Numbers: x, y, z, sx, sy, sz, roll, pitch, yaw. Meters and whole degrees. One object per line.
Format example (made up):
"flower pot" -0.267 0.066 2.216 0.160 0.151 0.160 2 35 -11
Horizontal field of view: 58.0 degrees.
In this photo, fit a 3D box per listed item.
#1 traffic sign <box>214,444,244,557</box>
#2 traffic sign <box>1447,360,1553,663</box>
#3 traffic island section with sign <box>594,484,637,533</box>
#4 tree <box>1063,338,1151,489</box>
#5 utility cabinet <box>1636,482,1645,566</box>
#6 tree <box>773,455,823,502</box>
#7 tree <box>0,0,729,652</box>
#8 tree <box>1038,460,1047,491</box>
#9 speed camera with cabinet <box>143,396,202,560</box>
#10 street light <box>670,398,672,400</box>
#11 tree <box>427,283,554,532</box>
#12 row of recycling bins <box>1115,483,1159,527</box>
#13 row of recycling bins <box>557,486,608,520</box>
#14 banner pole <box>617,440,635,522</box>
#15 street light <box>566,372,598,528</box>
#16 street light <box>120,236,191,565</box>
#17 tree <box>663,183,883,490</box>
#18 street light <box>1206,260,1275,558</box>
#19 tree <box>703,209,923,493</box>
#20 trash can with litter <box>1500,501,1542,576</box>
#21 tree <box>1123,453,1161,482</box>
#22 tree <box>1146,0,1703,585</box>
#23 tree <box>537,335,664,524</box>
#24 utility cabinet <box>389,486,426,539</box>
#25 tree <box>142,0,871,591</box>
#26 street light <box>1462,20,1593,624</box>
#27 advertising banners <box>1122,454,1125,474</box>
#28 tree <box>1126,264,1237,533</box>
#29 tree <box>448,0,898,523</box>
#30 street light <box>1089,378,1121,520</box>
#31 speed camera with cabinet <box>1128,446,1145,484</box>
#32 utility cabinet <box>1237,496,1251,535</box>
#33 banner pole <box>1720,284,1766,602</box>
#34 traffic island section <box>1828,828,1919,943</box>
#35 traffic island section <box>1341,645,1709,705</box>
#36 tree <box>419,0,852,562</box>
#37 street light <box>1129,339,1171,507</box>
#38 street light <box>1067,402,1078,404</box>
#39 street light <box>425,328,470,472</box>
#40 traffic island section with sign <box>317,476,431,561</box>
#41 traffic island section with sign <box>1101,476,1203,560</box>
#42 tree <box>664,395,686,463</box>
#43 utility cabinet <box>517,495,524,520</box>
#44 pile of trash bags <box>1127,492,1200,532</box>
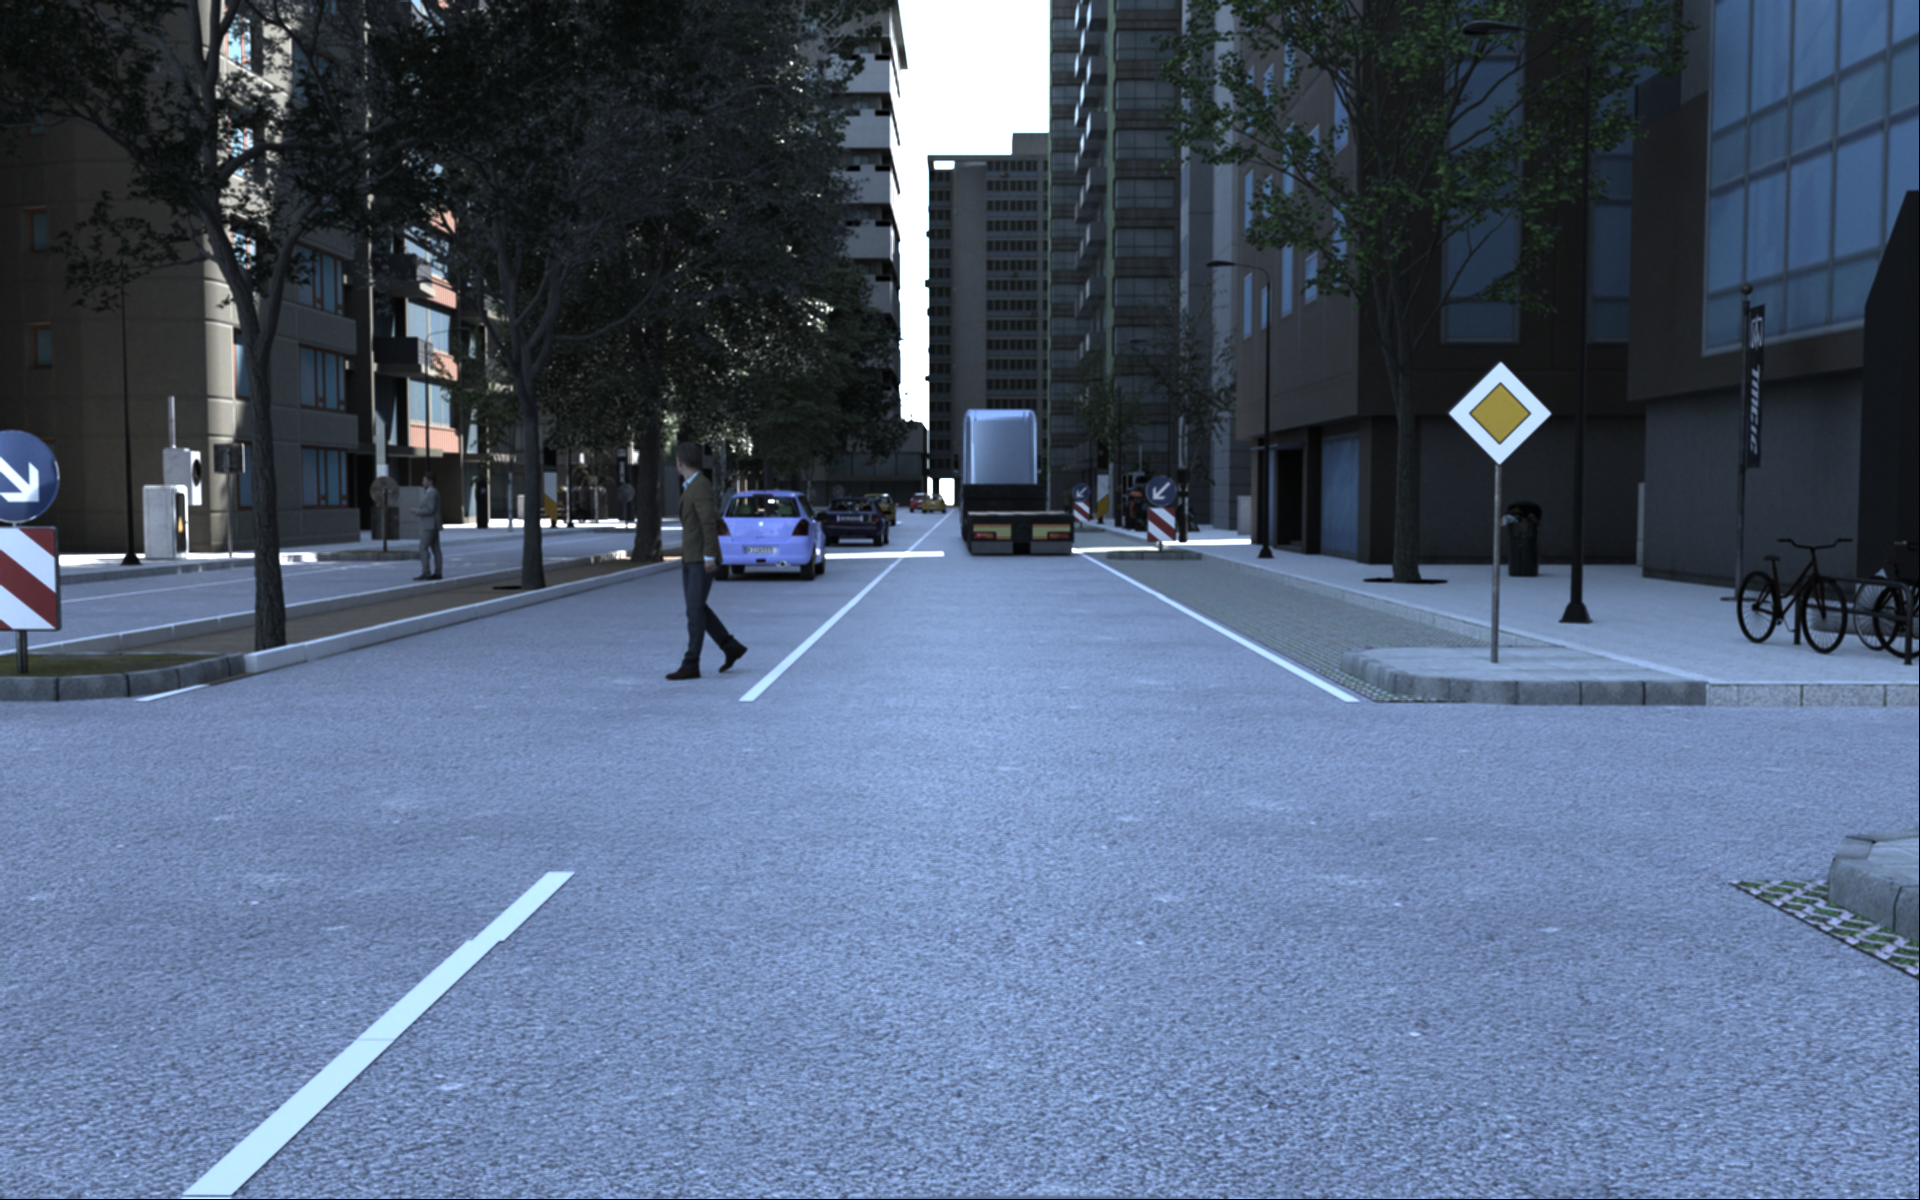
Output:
"traffic sign" -14.809 -2.017 35.100 0.606 2.300 0.079 0 4 2
"traffic sign" 4.063 -0.579 13.112 0.795 2.450 0.064 0 4 0
"traffic island section with sign" -12.560 -3.448 64.995 1.989 1.847 2.006 0 4 0
"tree" 6.966 -8.104 82.858 4.737 8.622 4.395 0 3 0
"utility cabinet" 12.497 -1.337 30.541 1.173 1.500 0.318 -1 4 -22
"tree" -6.567 -7.472 74.993 4.360 8.622 3.978 0 3 0
"tree" -6.159 -4.814 15.575 8.767 10.594 7.601 0 4 0
"tree" 7.883 -11.144 165.923 4.285 4.588 4.351 0 3 0
"speed camera with cabinet" -15.666 -2.455 34.472 0.660 3.252 2.038 -1 4 -9
"street light" -14.159 -6.787 83.503 1.470 5.913 1.316 0 4 0
"tree" -15.426 -6.607 58.390 4.737 8.622 4.395 0 3 0
"row of recycling bins" 6.798 -3.619 66.288 1.069 1.692 3.534 -1 4 -11
"row of recycling bins" -18.820 -4.829 86.060 3.534 1.692 1.069 3 4 37
"banner pole" -15.500 -5.520 80.267 0.863 3.779 0.401 0 4 -3
"street light" -14.363 -5.723 66.109 1.470 5.913 1.316 0 4 0
"street light" -14.450 -3.584 31.133 1.470 5.913 1.316 0 4 0
"tree" -6.488 -8.396 57.858 7.486 12.596 7.792 0 3 0
"street light" 5.591 -3.794 34.566 1.470 5.913 1.316 0 4 0
"tree" -6.321 -8.992 66.485 9.611 12.733 9.660 0 3 0
"trash can with litter" 8.827 -0.968 27.221 0.624 1.170 1.055 1 4 21
"tree" 7.854 -4.893 74.596 1.663 3.219 1.824 0 3 0
"tree" 6.306 -6.059 24.823 9.928 11.665 9.643 0 3 0
"tree" -16.012 -7.636 75.211 4.360 8.622 3.978 0 3 0
"utility cabinet" -15.747 -2.484 49.285 1.173 1.500 0.318 2 4 24
"tree" -6.357 -6.884 25.374 12.009 13.543 11.850 0 3 0
"street light" 5.625 -2.730 17.170 1.470 5.913 1.316 0 4 0
"advertising banners" 7.402 -4.935 76.876 0.090 3.025 2.074 1 4 18
"tree" 7.577 -6.468 56.110 4.360 8.622 3.978 0 3 0
"tree" -7.762 -11.569 47.505 12.611 20.169 13.585 0 3 0
"street light" 5.855 -5.921 69.355 1.470 5.913 1.316 0 4 0
"speed camera with cabinet" 7.130 -4.723 71.561 0.660 3.252 2.038 0 4 -6
"utility cabinet" 9.182 -2.621 54.015 1.020 1.237 0.306 0 4 -4
"banner pole" 9.348 -1.865 20.516 0.401 3.779 0.863 0 4 6
"traffic island section" 4.037 1.044 5.204 2.009 0.180 2.903 0 4 0
"traffic island section" 4.087 0.556 13.189 2.009 0.180 2.903 0 4 0
"tree" -6.630 -7.784 36.374 9.857 13.997 8.962 0 3 0
"street light" 5.749 -4.857 51.960 1.470 5.913 1.316 0 4 0
"street light" 6.032 -7.005 87.078 1.470 5.913 1.316 0 4 0
"street light" -14.383 -4.648 48.528 1.470 5.913 1.316 0 4 0
"traffic island section with sign" -12.731 -1.790 37.902 1.989 1.847 2.006 0 4 0
"traffic island section with sign" 4.255 -1.813 38.269 1.989 1.847 2.006 0 4 0
"tree" -15.733 -8.371 87.226 4.360 8.622 3.978 0 3 0
"utility cabinet" -21.507 -4.594 86.276 1.020 1.237 0.306 0 4 7
"pile of trash bags" 6.777 -3.069 59.931 1.912 1.369 3.447 -2 4 -25
